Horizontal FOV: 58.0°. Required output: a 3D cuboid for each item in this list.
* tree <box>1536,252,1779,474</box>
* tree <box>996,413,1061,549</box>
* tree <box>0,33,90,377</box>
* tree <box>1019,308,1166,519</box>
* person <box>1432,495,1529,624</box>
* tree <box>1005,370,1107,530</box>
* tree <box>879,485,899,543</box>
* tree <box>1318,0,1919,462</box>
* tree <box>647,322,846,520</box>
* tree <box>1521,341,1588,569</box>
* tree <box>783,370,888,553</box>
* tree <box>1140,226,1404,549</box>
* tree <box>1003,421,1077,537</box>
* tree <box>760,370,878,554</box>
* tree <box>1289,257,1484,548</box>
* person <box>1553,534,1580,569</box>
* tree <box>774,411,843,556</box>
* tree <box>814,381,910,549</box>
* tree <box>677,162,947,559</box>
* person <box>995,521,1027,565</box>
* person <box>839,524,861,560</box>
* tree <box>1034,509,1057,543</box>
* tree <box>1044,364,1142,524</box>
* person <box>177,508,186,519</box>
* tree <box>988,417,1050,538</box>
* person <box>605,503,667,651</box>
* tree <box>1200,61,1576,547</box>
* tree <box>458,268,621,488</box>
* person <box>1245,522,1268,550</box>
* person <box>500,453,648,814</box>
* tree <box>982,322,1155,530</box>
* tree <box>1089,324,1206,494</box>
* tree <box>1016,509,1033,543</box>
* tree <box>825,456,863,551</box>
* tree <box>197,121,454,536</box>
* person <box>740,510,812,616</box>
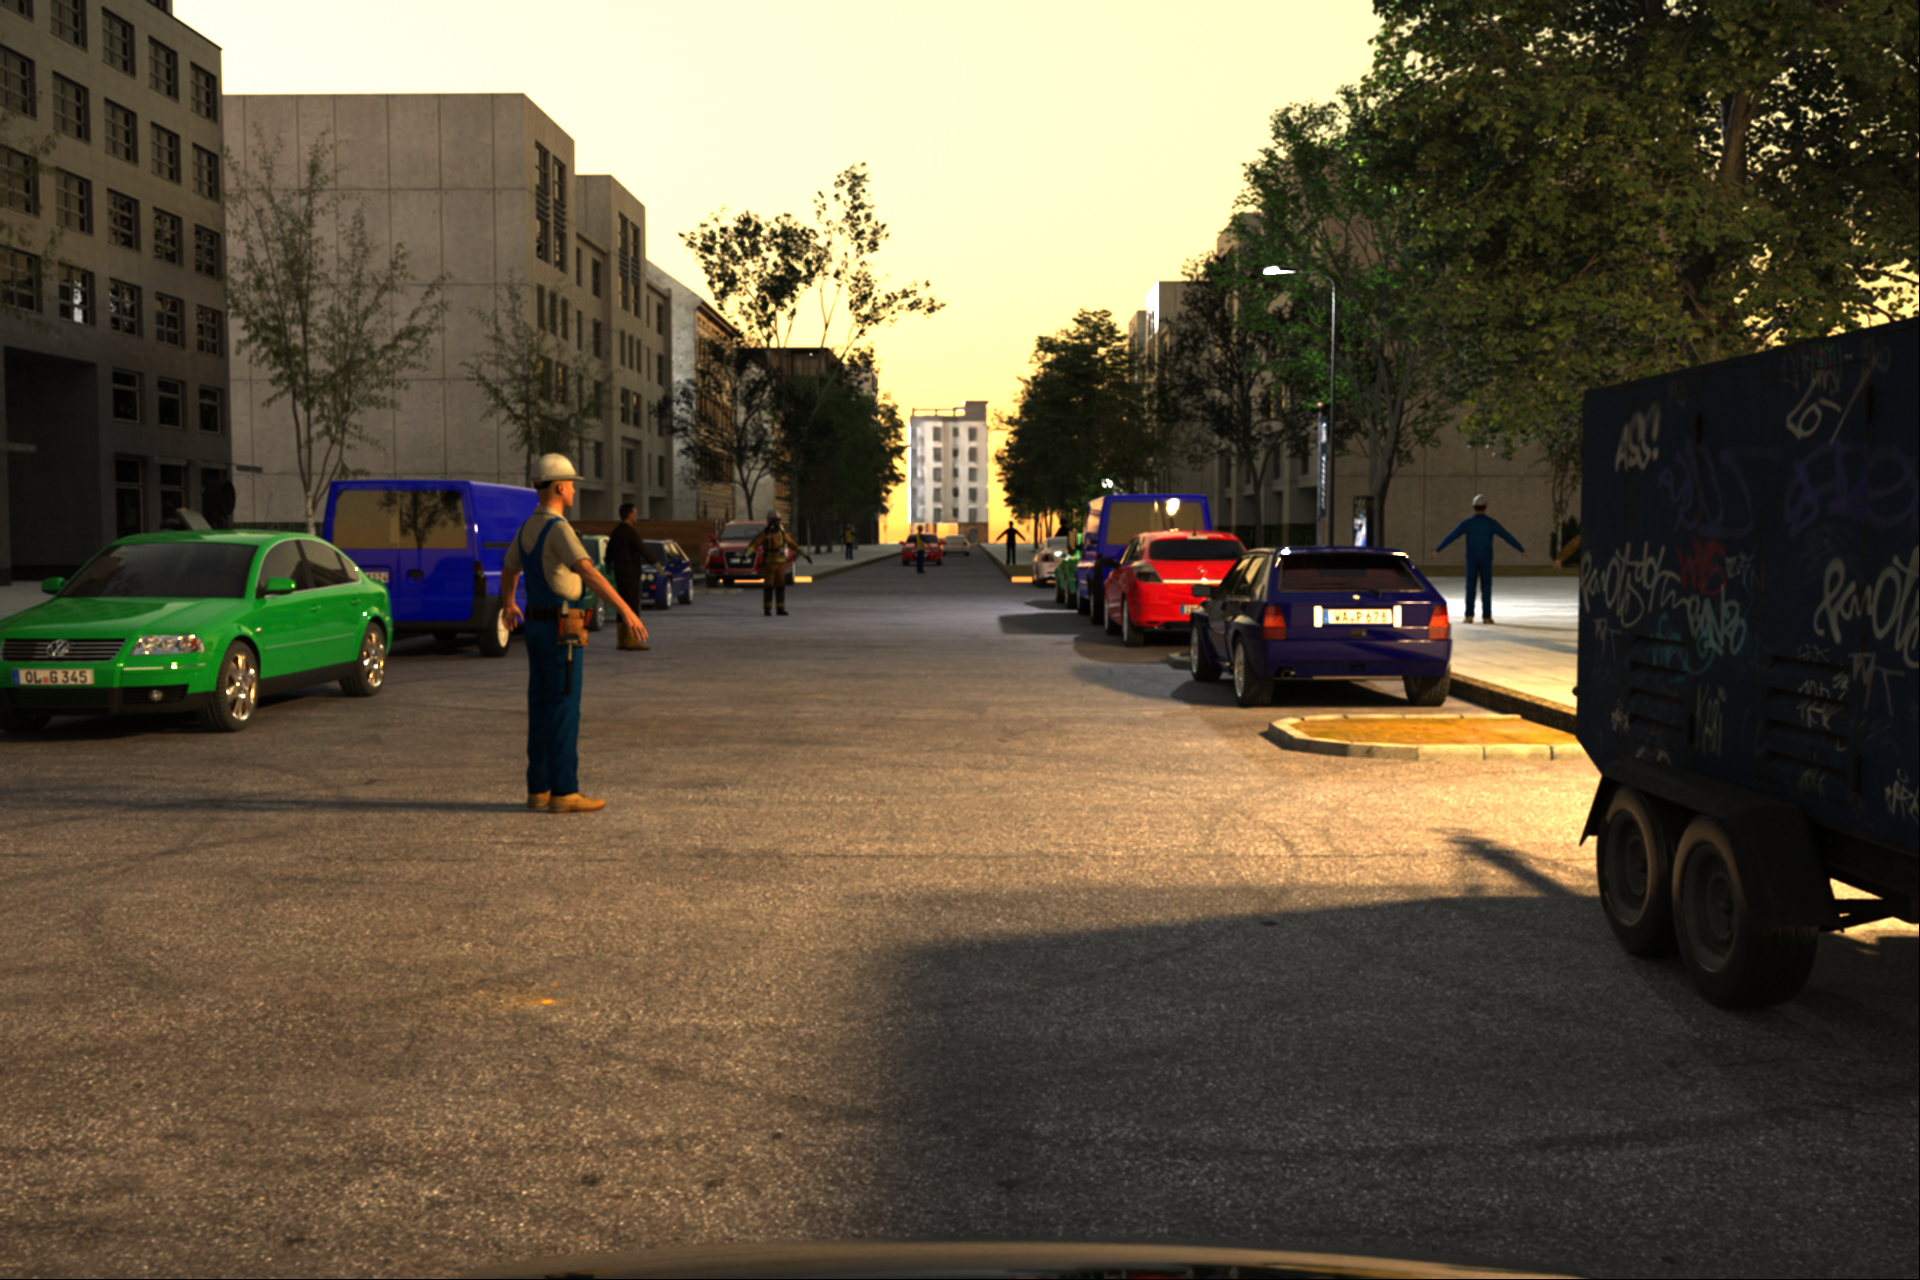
[{"bbox_3d":[22.317,-7.321,54.109,8.767,10.594,7.601,0,4,3],"label":"tree"},{"bbox_3d":[6.702,-13.956,146.314,7.486,12.596,7.792,0,3,0],"label":"tree"},{"bbox_3d":[-12.717,-4.249,19.833,4.360,8.622,3.978,0,3,0],"label":"tree"},{"bbox_3d":[6.575,-10.326,86.962,7.486,12.596,7.792,0,3,0],"label":"tree"},{"bbox_3d":[7.468,-1.164,24.905,1.347,1.842,0.705,1,4,21],"label":"person"},{"bbox_3d":[6.634,-11.931,113.198,7.486,12.596,7.792,0,3,0],"label":"tree"},{"bbox_3d":[-10.203,-17.921,243.367,4.360,8.622,3.978,0,3,0],"label":"tree"},{"bbox_3d":[9.051,-6.982,20.812,9.857,13.997,8.962,0,3,0],"label":"tree"},{"bbox_3d":[-9.170,-8.664,76.074,8.767,10.594,7.601,-2,4,-24],"label":"tree"},{"bbox_3d":[21.635,-6.891,63.027,4.360,8.622,3.978,0,3,0],"label":"tree"},{"bbox_3d":[-8.710,-12.359,120.200,7.486,12.596,7.792,0,3,0],"label":"tree"},{"bbox_3d":[9.100,-7.177,51.754,8.767,10.594,7.601,1,4,21],"label":"tree"},{"bbox_3d":[6.687,-11.510,122.603,7.601,10.594,8.767,-1,4,-17],"label":"tree"},{"bbox_3d":[-9.065,-11.258,109.818,9.928,11.665,9.643,0,3,0],"label":"tree"},{"bbox_3d":[15.479,-8.384,62.840,9.928,11.665,9.643,0,3,0],"label":"tree"},{"bbox_3d":[6.757,-0.679,17.881,1.217,1.736,0.721,1,4,23],"label":"person"},{"bbox_3d":[-8.734,-9.157,100.084,4.360,8.622,3.978,0,3,0],"label":"tree"},{"bbox_3d":[-8.959,-14.579,145.023,9.857,13.997,8.962,0,3,0],"label":"tree"},{"bbox_3d":[-7.531,-14.213,88.267,12.611,20.169,13.585,0,3,0],"label":"tree"},{"bbox_3d":[2.141,-4.084,72.715,1.347,1.837,0.705,0,4,-6],"label":"person"},{"bbox_3d":[-5.539,-4.929,87.046,1.216,1.772,0.721,1,4,23],"label":"person"},{"bbox_3d":[11.207,-19.362,242.317,9.928,11.665,9.643,0,3,0],"label":"tree"},{"bbox_3d":[6.272,-7.608,74.751,4.360,8.622,3.978,0,3,0],"label":"tree"},{"bbox_3d":[-14.109,-1.514,31.355,0.434,1.755,0.990,3,4,38],"label":"person"},{"bbox_3d":[6.536,-12.156,133.156,7.601,10.594,8.767,3,4,37],"label":"tree"},{"bbox_3d":[-4.072,-0.783,21.400,0.704,1.812,1.346,-3,5,-41],"label":"person"},{"bbox_3d":[9.311,-6.870,38.079,9.928,11.665,9.643,0,3,0],"label":"tree"},{"bbox_3d":[-12.334,-6.025,48.871,4.360,8.622,3.978,0,3,0],"label":"tree"},{"bbox_3d":[14.311,-4.785,84.009,0.705,1.856,1.354,-3,5,-43],"label":"person"},{"bbox_3d":[-2.085,-0.042,9.008,0.705,1.847,1.347,-3,5,-43],"label":"person"},{"bbox_3d":[6.462,-11.691,101.511,12.009,13.543,11.850,0,3,0],"label":"tree"},{"bbox_3d":[7.219,-6.705,59.985,4.360,8.622,3.978,0,3,0],"label":"tree"},{"bbox_3d":[10.158,-18.290,249.397,4.360,8.622,3.978,0,3,0],"label":"tree"},{"bbox_3d":[-8.806,-10.935,129.155,4.737,8.622,4.395,0,3,0],"label":"tree"},{"bbox_3d":[-12.136,-4.979,31.771,4.360,8.622,3.978,0,3,0],"label":"tree"},{"bbox_3d":[-3.260,-1.361,30.473,1.354,1.858,0.705,-2,4,-29],"label":"person"}]
